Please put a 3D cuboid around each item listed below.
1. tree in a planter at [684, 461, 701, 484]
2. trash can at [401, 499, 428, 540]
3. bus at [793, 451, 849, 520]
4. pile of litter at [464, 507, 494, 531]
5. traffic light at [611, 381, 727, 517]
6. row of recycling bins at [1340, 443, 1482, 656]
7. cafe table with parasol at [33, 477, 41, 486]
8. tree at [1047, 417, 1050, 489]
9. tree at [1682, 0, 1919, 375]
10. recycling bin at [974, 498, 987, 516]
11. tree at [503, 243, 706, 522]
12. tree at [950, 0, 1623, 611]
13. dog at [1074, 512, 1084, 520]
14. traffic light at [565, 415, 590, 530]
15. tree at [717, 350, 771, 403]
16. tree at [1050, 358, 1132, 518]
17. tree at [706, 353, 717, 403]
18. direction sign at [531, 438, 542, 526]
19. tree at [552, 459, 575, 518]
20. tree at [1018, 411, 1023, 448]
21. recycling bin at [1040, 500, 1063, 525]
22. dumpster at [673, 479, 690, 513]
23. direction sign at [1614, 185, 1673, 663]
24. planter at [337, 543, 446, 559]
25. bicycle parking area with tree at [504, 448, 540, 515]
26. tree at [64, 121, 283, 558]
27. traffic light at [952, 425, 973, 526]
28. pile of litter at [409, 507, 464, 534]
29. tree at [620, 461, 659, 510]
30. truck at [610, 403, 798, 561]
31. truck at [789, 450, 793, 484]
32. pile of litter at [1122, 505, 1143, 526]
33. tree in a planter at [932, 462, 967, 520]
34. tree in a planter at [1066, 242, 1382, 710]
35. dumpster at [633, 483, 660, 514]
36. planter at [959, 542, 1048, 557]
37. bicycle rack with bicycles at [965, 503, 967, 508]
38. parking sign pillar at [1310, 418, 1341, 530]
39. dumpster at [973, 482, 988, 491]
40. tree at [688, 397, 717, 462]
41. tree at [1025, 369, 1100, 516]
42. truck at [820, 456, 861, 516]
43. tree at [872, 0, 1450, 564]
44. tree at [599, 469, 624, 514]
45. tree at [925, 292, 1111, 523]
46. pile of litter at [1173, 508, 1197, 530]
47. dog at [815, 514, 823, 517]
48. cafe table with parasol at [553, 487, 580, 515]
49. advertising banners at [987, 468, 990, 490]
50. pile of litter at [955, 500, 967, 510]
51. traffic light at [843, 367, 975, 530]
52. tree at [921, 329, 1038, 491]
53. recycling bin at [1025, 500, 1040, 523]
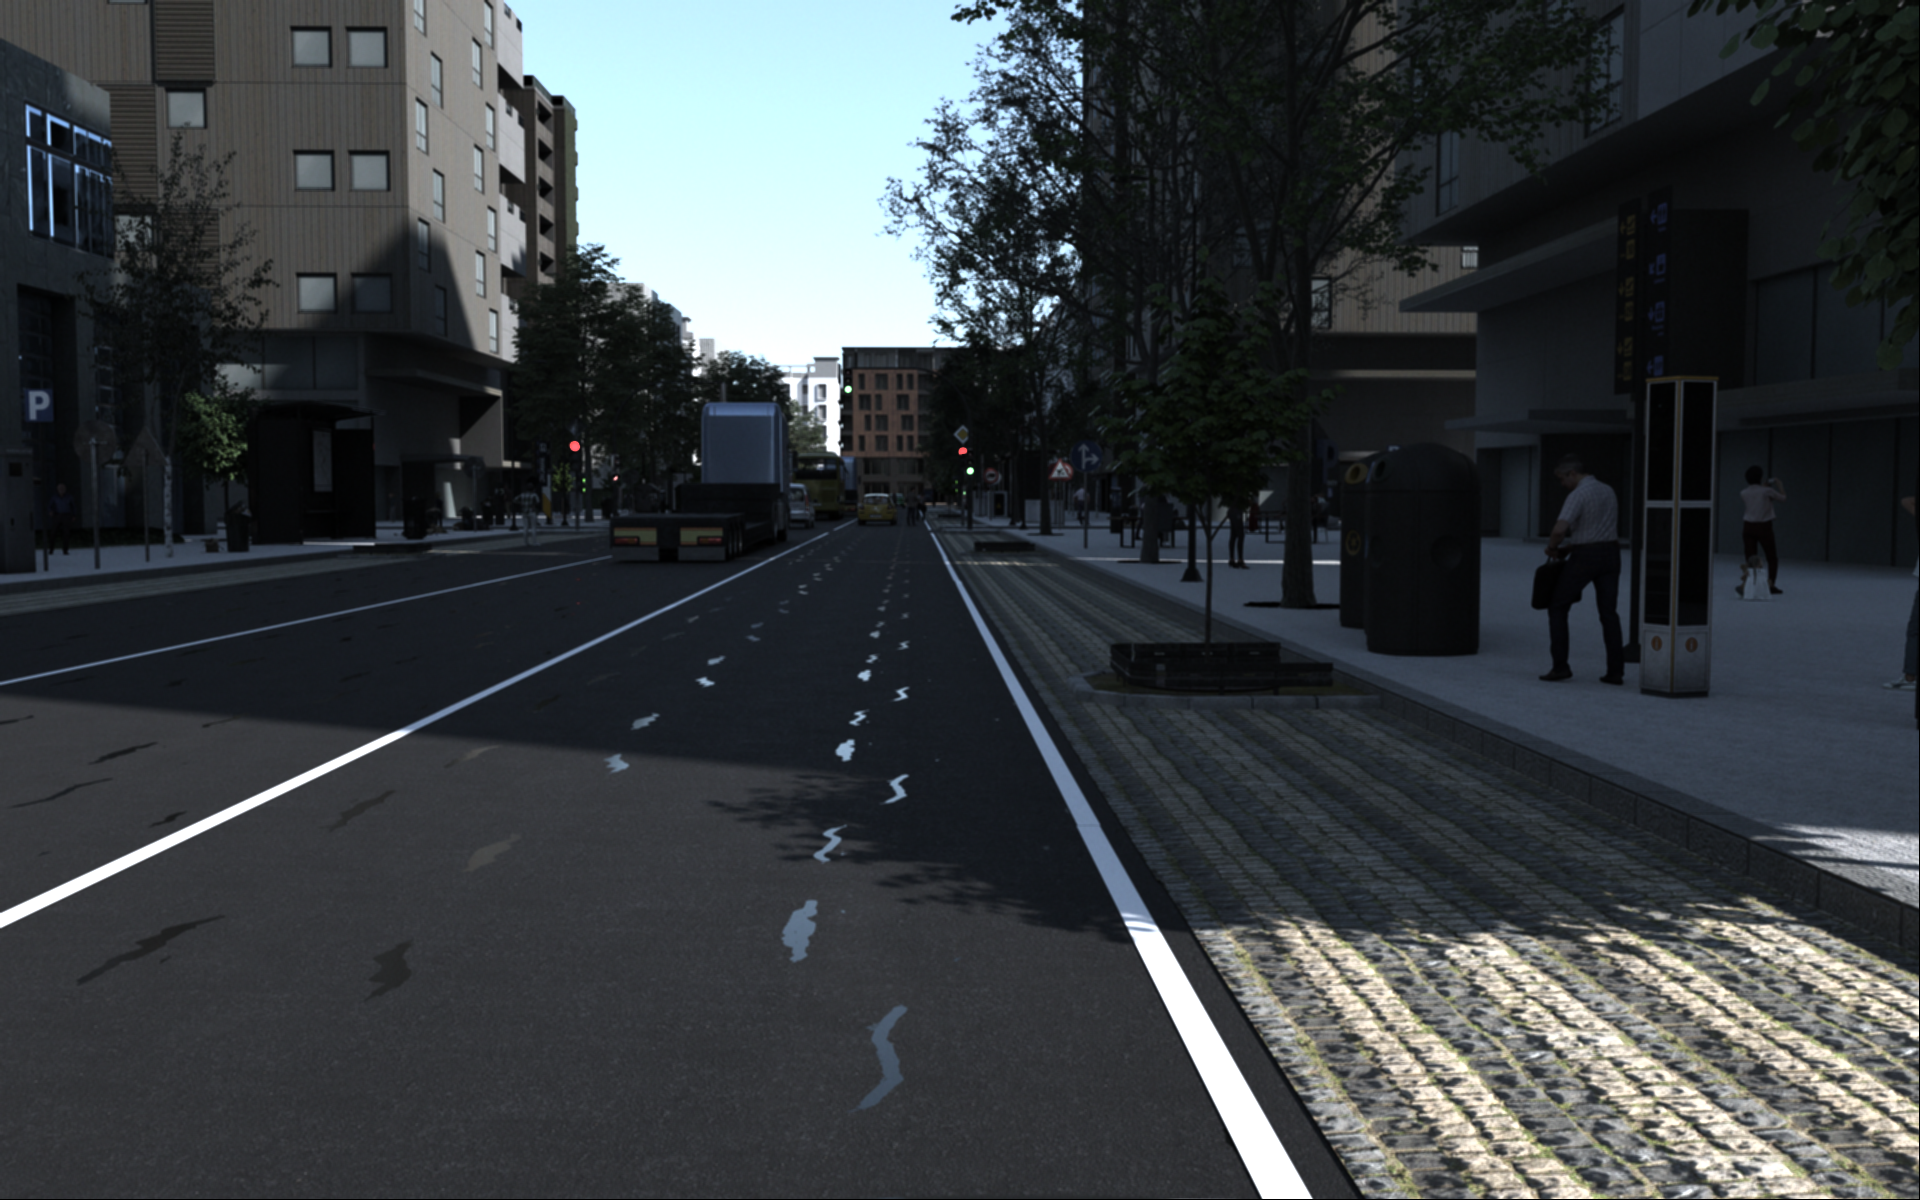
[{"bbox_3d":[-14.303,-5.964,94.727,1.991,3.239,1.994,0,4,-2],"label":"tree in a planter"},{"bbox_3d":[-15.446,-2.288,49.063,0.748,1.137,0.748,0,3,0],"label":"trash can"},{"bbox_3d":[-7.945,-6.570,98.963,2.896,3.916,12.252,0,4,-2],"label":"bus"},{"bbox_3d":[-17.277,-2.859,60.712,1.719,0.858,1.176,0,4,4],"label":"pile of litter"},{"bbox_3d":[-11.787,-5.821,69.845,4.771,5.953,1.251,0,4,-2],"label":"traffic light"},{"bbox_3d":[3.979,-0.503,15.343,1.069,1.692,3.534,0,4,8],"label":"row of recycling bins"},{"bbox_3d":[-17.849,-1.595,30.951,2.610,1.966,2.610,-1,4,-15],"label":"cafe table with parasol"},{"bbox_3d":[6.892,-9.729,109.424,4.360,8.622,3.978,0,3,0],"label":"tree"},{"bbox_3d":[3.986,-1.326,5.387,4.285,4.588,4.351,0,3,0],"label":"tree"},{"bbox_3d":[1.245,-5.358,100.163,0.722,1.027,0.722,1,4,18],"label":"recycling bin"},{"bbox_3d":[-17.118,-9.802,78.386,7.486,12.596,7.792,0,3,0],"label":"tree"},{"bbox_3d":[3.641,-5.716,19.206,9.928,11.665,9.643,0,3,0],"label":"tree"},{"bbox_3d":[5.964,-4.147,85.532,0.550,0.427,0.748,-1,4,-18],"label":"dog"},{"bbox_3d":[-13.649,-4.456,61.768,0.839,4.253,0.868,0,4,-2],"label":"traffic light"},{"bbox_3d":[-18.540,-13.378,136.863,7.486,12.596,7.792,0,3,0],"label":"tree"},{"bbox_3d":[7.209,-8.648,91.751,4.360,8.622,3.978,0,3,0],"label":"tree"},{"bbox_3d":[-18.313,-11.175,100.832,7.486,12.596,7.792,0,3,0],"label":"tree"},{"bbox_3d":[-17.222,-4.793,70.362,0.379,3.537,0.876,-2,4,-34],"label":"direction sign"},{"bbox_3d":[-21.794,-6.134,94.884,1.663,3.219,1.824,0,3,0],"label":"tree"},{"bbox_3d":[5.905,-10.263,118.162,4.737,8.622,4.395,0,3,0],"label":"tree"},{"bbox_3d":[3.892,-3.644,72.141,0.722,1.027,0.722,-1,4,-11],"label":"recycling bin"},{"bbox_3d":[-17.189,-6.506,108.872,1.502,2.255,1.985,0,4,-2],"label":"dumpster"},{"bbox_3d":[5.181,-1.298,13.212,0.379,3.537,0.876,0,4,-2],"label":"direction sign"},{"bbox_3d":[-12.714,-1.093,39.006,1.991,0.319,1.994,0,4,-2],"label":"planter"},{"bbox_3d":[-30.674,-7.451,108.834,8.231,4.147,9.016,1,4,10],"label":"bicycle parking area with tree"},{"bbox_3d":[-16.006,-5.178,35.031,4.360,8.622,3.978,0,3,0],"label":"tree"},{"bbox_3d":[0.100,-4.969,70.162,0.839,4.253,0.868,0,4,-2],"label":"traffic light"},{"bbox_3d":[-17.316,-2.599,56.463,1.719,0.858,1.176,2,4,31],"label":"pile of litter"},{"bbox_3d":[-26.536,-9.751,143.141,4.285,4.588,4.351,0,3,0],"label":"tree"},{"bbox_3d":[-6.277,-3.390,45.187,2.967,4.110,18.799,0,4,-1],"label":"truck"},{"bbox_3d":[-11.848,-7.276,107.877,2.839,4.237,11.283,0,4,-2],"label":"truck"},{"bbox_3d":[7.112,-3.433,70.097,1.719,0.858,1.176,0,4,6],"label":"pile of litter"},{"bbox_3d":[-0.567,-5.970,94.836,1.991,3.239,1.994,0,4,-2],"label":"tree in a planter"},{"bbox_3d":[1.783,-0.924,12.324,1.991,3.239,1.994,0,4,-2],"label":"tree in a planter"},{"bbox_3d":[-16.851,-5.337,93.023,1.264,1.857,1.865,0,4,-1],"label":"dumpster"},{"bbox_3d":[0.987,-1.171,40.289,1.991,0.319,1.994,0,4,-2],"label":"planter"},{"bbox_3d":[1.591,-6.653,122.155,2.925,0.926,2.852,-1,4,-20],"label":"bicycle rack with bicycles"},{"bbox_3d":[12.987,-4.472,61.588,1.447,3.967,1.447,3,5,42],"label":"parking sign pillar"},{"bbox_3d":[1.502,-8.587,142.894,1.502,2.255,1.985,0,4,-1],"label":"dumpster"},{"bbox_3d":[-18.574,-10.938,129.202,4.360,8.622,3.978,0,3,0],"label":"tree"},{"bbox_3d":[6.725,-9.296,102.353,4.737,8.622,4.395,0,3,0],"label":"tree"},{"bbox_3d":[-8.211,-7.843,117.993,2.967,4.110,18.799,0,4,-3],"label":"truck"},{"bbox_3d":[3.676,-7.430,31.844,12.009,13.543,11.850,0,3,0],"label":"tree"},{"bbox_3d":[-22.878,-7.282,113.669,1.663,3.219,1.824,0,3,0],"label":"tree"},{"bbox_3d":[2.603,-8.784,78.023,8.767,10.594,7.601,0,4,1],"label":"tree"},{"bbox_3d":[7.702,-2.928,61.840,1.176,0.858,1.719,-2,4,-30],"label":"pile of litter"},{"bbox_3d":[-8.805,-5.324,107.234,0.550,0.427,0.748,-3,5,-40],"label":"dog"},{"bbox_3d":[-24.600,-6.306,107.969,2.610,1.966,2.610,-3,5,-45],"label":"cafe table with parasol"},{"bbox_3d":[2.194,-7.433,117.714,0.090,3.025,2.074,1,4,21],"label":"advertising banners"},{"bbox_3d":[0.207,-7.740,140.518,1.176,0.858,1.719,-1,4,-14],"label":"pile of litter"},{"bbox_3d":[-1.762,-5.340,61.979,4.771,5.953,1.251,0,4,-2],"label":"traffic light"},{"bbox_3d":[1.668,-13.912,134.118,9.857,13.997,8.962,0,3,0],"label":"tree"},{"bbox_3d":[3.165,-3.914,76.546,0.722,1.027,0.722,1,4,14],"label":"recycling bin"}]
